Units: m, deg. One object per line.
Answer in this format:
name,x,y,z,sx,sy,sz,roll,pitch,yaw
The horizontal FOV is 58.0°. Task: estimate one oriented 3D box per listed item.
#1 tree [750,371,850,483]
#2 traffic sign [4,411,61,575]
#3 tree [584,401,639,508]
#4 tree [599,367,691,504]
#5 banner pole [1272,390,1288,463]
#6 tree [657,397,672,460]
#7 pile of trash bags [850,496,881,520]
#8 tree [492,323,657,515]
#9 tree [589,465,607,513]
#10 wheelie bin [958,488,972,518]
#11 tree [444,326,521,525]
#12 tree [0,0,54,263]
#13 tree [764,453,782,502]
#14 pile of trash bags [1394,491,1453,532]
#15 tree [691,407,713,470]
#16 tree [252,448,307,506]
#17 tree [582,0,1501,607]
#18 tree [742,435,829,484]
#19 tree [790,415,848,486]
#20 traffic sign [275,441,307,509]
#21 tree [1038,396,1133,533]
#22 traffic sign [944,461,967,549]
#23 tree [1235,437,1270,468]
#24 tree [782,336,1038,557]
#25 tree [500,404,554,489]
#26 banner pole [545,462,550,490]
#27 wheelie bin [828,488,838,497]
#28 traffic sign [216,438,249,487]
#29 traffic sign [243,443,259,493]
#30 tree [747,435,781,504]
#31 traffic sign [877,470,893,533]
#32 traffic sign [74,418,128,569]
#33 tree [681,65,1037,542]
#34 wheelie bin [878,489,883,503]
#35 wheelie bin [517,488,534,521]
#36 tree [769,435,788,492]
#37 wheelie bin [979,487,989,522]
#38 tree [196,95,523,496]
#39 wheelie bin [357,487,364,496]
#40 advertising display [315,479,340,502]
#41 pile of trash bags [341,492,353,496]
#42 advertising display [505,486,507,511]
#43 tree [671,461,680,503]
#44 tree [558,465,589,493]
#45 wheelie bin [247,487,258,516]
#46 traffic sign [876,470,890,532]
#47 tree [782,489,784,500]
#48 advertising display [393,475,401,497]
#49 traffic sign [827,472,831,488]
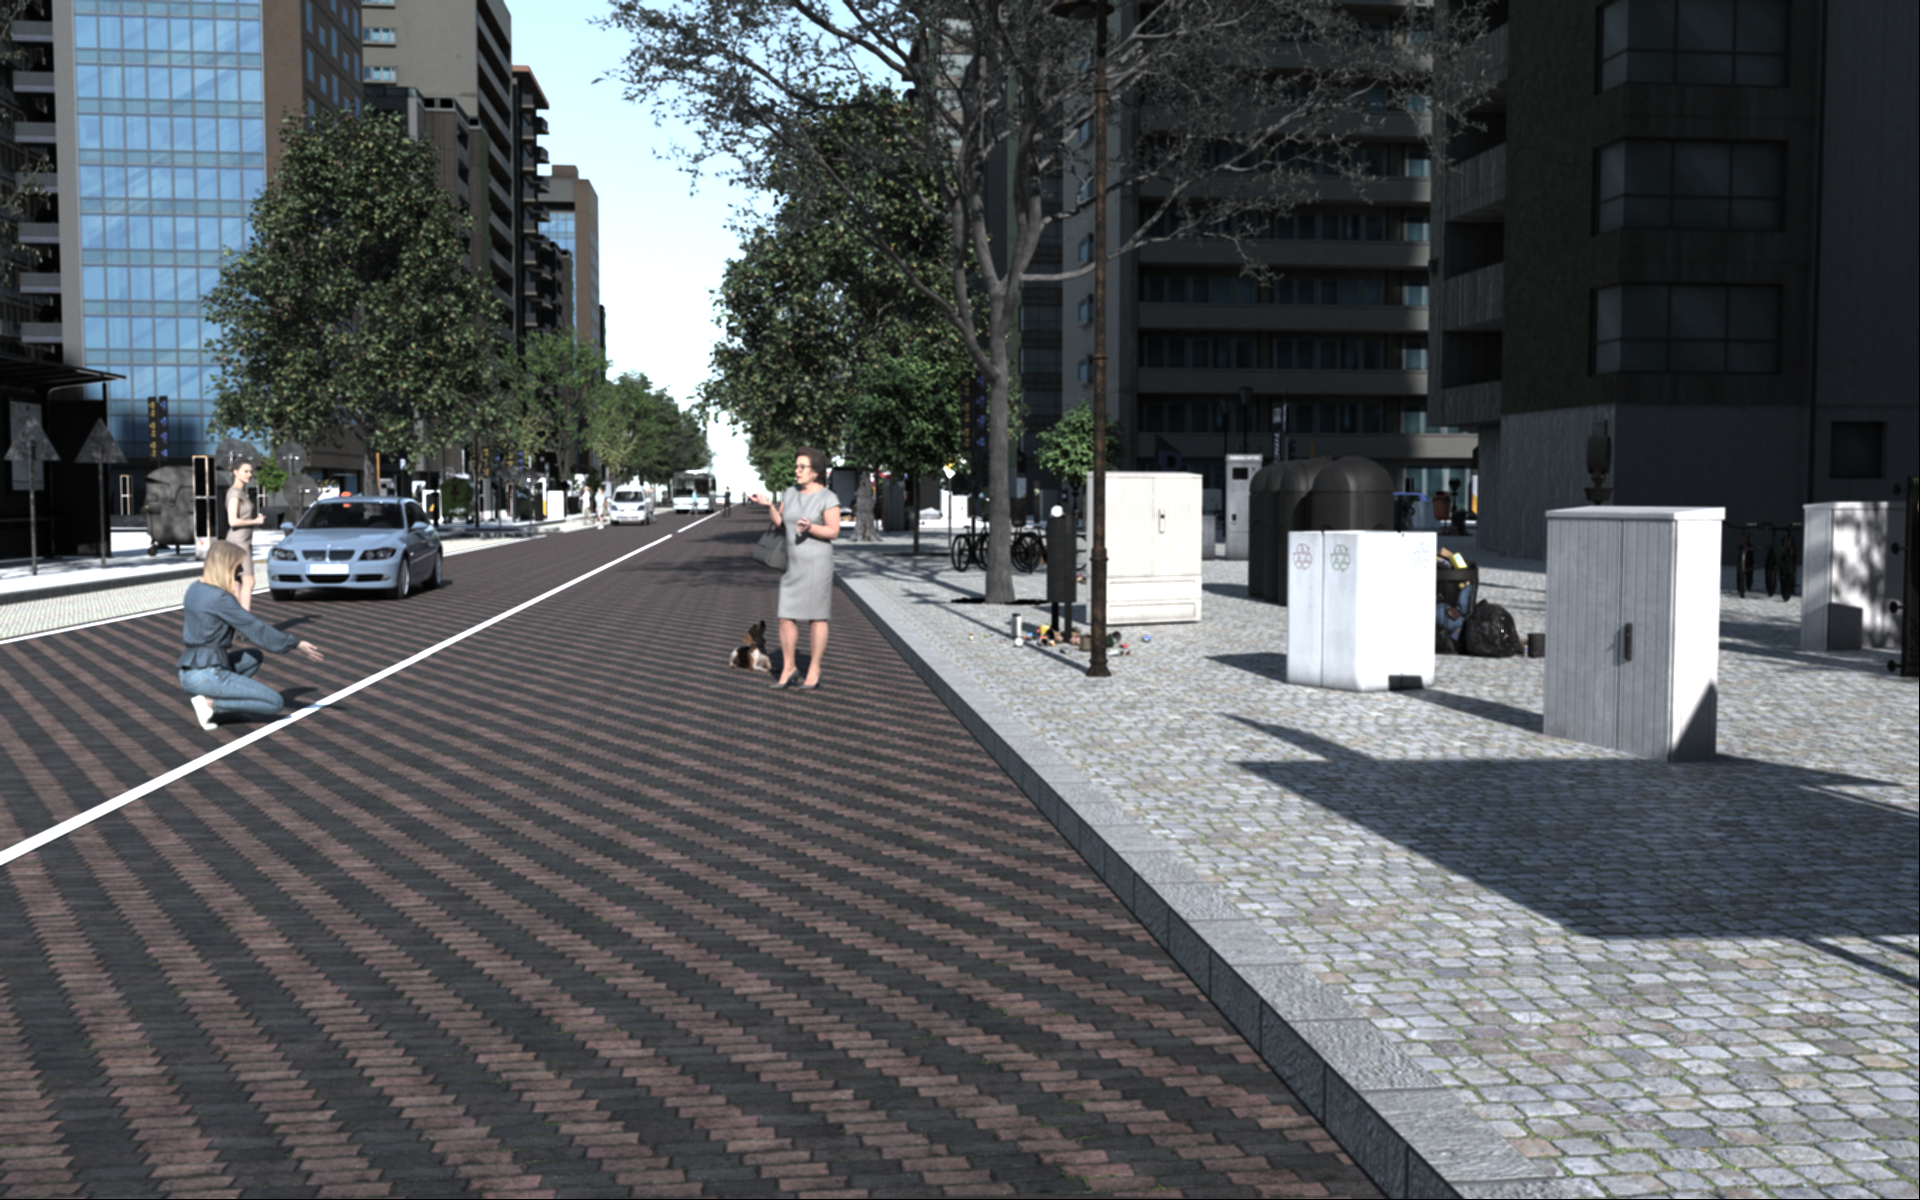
tree,-11.229,-12.453,121.726,7.486,12.596,7.792,0,3,0
traffic sign,-14.601,-1.667,27.259,0.884,2.594,0.081,0,4,-1
tree,-27.921,-11.477,138.011,4.737,8.622,4.395,0,3,0
tree,-31.691,-16.264,172.564,9.857,13.997,8.962,0,3,0
banner pole,7.752,-3.178,41.977,0.401,3.779,0.863,-1,4,-18
tree,-30.073,-14.084,156.029,9.928,11.665,9.643,0,3,0
pile of trash bags,-4.594,-4.727,87.032,1.912,1.369,3.447,-1,4,-19
tree,-24.453,-11.051,106.434,9.928,11.665,9.643,0,3,0
tree,-24.629,-7.443,116.296,1.663,3.219,1.824,0,3,0
wheelie bin,0.304,-5.219,93.236,0.980,1.594,0.693,-1,4,-13
tree,-19.731,-7.345,70.453,4.360,8.622,3.978,0,3,0
tree,-14.171,-4.445,23.044,4.360,8.622,3.978,0,3,0
tree,-11.067,-7.923,113.256,4.285,4.588,4.351,0,3,0
pile of trash bags,14.284,-2.831,56.041,3.447,1.369,1.912,3,5,40
tree,-36.383,-18.958,216.621,9.857,13.997,8.962,0,3,0
tree,-27.108,-4.528,68.635,1.663,3.219,1.824,0,3,0
tree,0.387,-6.693,19.801,12.009,13.543,11.850,0,3,0
tree,-15.788,-15.659,162.683,9.857,13.997,8.962,0,3,0
tree,-7.056,-8.412,87.901,4.360,8.622,3.978,0,3,0
traffic sign,-16.213,-2.562,41.996,0.768,2.556,0.104,0,4,-3
tree,4.263,-4.561,58.286,4.285,4.588,4.351,0,3,0
traffic sign,-0.240,-2.400,40.421,0.795,2.450,0.064,0,4,0
tree,9.566,-3.889,58.191,1.663,3.219,1.824,0,3,0
tree,-0.921,-3.202,36.061,4.285,4.588,4.351,0,3,0
tree,-32.587,-10.958,129.526,4.737,8.622,4.395,0,3,0
banner pole,-28.659,-7.940,119.836,0.863,3.779,0.401,2,4,33
wheelie bin,-6.318,-4.642,83.804,0.693,1.594,0.980,1,4,18
traffic sign,-16.550,-2.403,39.388,0.768,2.556,0.104,0,4,3
traffic sign,-17.710,-2.613,42.830,0.768,2.556,0.104,0,4,3
tree,-24.777,-18.684,231.236,9.928,11.665,9.643,0,3,0
traffic sign,-2.364,-3.464,56.738,0.768,2.556,0.104,0,4,2
traffic sign,-14.663,-1.809,29.577,0.884,2.594,0.081,0,4,-3
tree,-2.698,-7.925,46.585,9.611,12.733,9.660,0,3,0
wheelie bin,-4.881,-6.002,106.037,0.980,1.594,0.693,0,4,3
wheelie bin,-21.079,-4.658,84.063,0.693,1.594,0.980,0,4,7
tree,-21.324,-15.641,206.084,4.737,8.622,4.395,0,3,0
wheelie bin,1.295,-4.344,78.931,0.980,1.594,0.693,-1,4,-20
tree,-17.285,-8.150,50.255,9.611,12.733,9.660,0,3,0
wheelie bin,-26.837,-4.321,78.563,0.980,1.594,0.693,-2,4,-25
advertising display,-26.699,-4.157,73.175,0.974,1.923,0.123,-2,4,-29
pile of trash bags,-25.099,-3.842,72.577,1.912,1.369,3.447,0,4,2
advertising display,-31.824,-7.173,122.487,0.123,1.923,0.974,2,4,26
tree,-38.372,-17.254,232.463,4.360,8.622,3.978,0,3,0
tree,-25.612,-7.308,114.094,1.663,3.219,1.824,0,3,0
wheelie bin,-33.557,-4.568,82.593,0.980,1.594,0.693,-2,4,-26
traffic sign,-2.520,-3.594,58.862,0.768,2.556,0.104,0,4,-3
tree,-18.908,-20.315,188.040,12.611,20.169,13.585,0,3,0
advertising display,-18.723,-3.206,57.624,0.123,1.923,0.974,-2,4,-24
traffic sign,-7.430,-6.046,98.965,0.768,2.556,0.104,0,4,2
